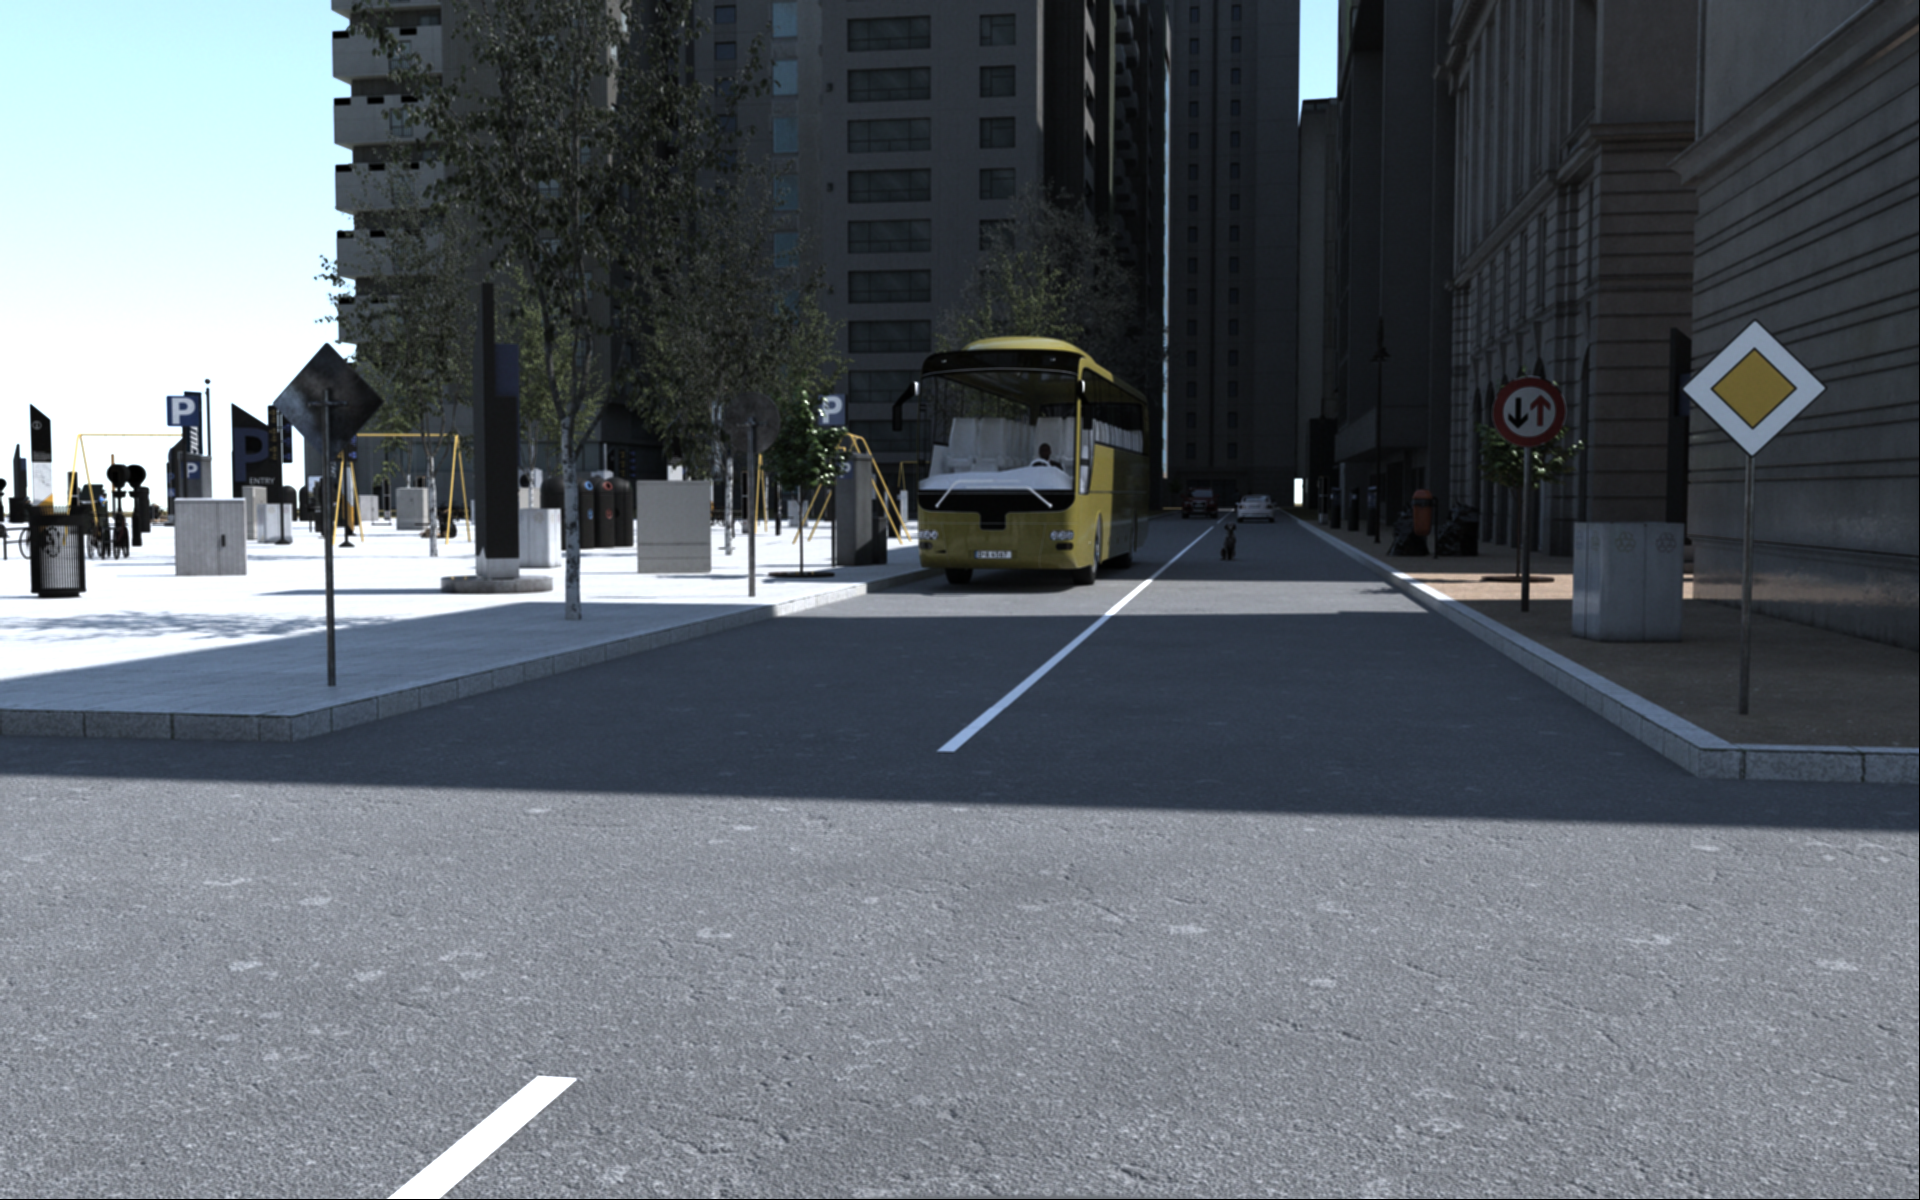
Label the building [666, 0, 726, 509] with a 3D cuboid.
[{"bbox_3d":[-10.600,-37.391,153.337,28.212,58.520,21.231,1,4,10],"label":"building"}]

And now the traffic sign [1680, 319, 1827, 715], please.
[{"bbox_3d":[4.566,-0.391,10.035,0.795,2.450,0.064,1,4,10],"label":"traffic sign"}]

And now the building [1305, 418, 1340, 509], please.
[{"bbox_3d":[39.947,-50.505,138.421,22.319,86.520,31.000,1,4,10],"label":"building"}]

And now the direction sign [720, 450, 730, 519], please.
[{"bbox_3d":[-12.196,-5.945,89.196,0.876,3.537,0.379,-3,5,-42],"label":"direction sign"}]

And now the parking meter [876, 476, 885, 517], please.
[{"bbox_3d":[-2.635,-3.165,57.464,0.255,1.863,0.399,0,4,-5],"label":"parking meter"}]

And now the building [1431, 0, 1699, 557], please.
[{"bbox_3d":[19.124,-12.187,41.060,13.314,21.916,24.055,1,4,10],"label":"building"}]

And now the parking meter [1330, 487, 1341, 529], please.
[{"bbox_3d":[13.952,-3.419,64.316,0.372,1.533,0.369,0,3,0],"label":"parking meter"}]

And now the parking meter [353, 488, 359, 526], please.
[{"bbox_3d":[-24.528,-3.771,70.064,0.372,1.533,0.369,0,3,0],"label":"parking meter"}]

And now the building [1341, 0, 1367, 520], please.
[{"bbox_3d":[27.261,-24.913,90.918,14.154,41.232,14.086,1,4,10],"label":"building"}]

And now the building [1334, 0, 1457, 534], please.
[{"bbox_3d":[22.765,-15.226,68.014,14.314,24.678,30.058,1,4,10],"label":"building"}]

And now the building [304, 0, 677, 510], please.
[{"bbox_3d":[-38.731,-34.553,154.188,27.495,52.752,28.713,1,4,10],"label":"building"}]

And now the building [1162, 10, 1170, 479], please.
[{"bbox_3d":[11.065,-30.801,153.714,14.200,45.320,14.600,1,4,10],"label":"building"}]

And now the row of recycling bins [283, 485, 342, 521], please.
[{"bbox_3d":[-30.549,-4.608,82.449,3.534,1.692,1.069,-2,4,-28],"label":"row of recycling bins"}]

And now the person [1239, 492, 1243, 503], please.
[{"bbox_3d":[24.374,-8.562,149.960,0.415,1.643,0.593,-3,5,-41],"label":"person"}]

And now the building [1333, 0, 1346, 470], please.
[{"bbox_3d":[38.157,-31.837,109.780,28.713,52.752,27.495,1,4,10],"label":"building"}]

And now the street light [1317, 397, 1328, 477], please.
[{"bbox_3d":[17.293,-6.731,82.840,0.468,5.910,1.993,1,4,10],"label":"street light"}]

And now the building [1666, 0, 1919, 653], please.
[{"bbox_3d":[17.759,-10.880,14.043,21.152,22.565,11.583,1,4,10],"label":"building"}]

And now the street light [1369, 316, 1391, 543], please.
[{"bbox_3d":[10.933,-4.429,45.205,0.468,5.910,1.993,1,4,10],"label":"street light"}]

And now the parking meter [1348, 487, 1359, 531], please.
[{"bbox_3d":[13.650,-3.159,60.065,0.372,1.533,0.369,0,3,0],"label":"parking meter"}]

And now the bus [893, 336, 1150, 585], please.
[{"bbox_3d":[1.596,-2.395,30.701,2.896,3.916,12.252,1,4,11],"label":"bus"}]

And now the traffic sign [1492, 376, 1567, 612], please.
[{"bbox_3d":[6.167,-1.145,18.825,0.768,2.556,0.104,1,4,16],"label":"traffic sign"}]

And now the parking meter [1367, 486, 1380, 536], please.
[{"bbox_3d":[12.750,-2.753,53.422,0.372,1.533,0.369,0,3,0],"label":"parking meter"}]

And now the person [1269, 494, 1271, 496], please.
[{"bbox_3d":[22.971,-7.207,129.564,0.421,1.427,0.697,-2,4,-35],"label":"person"}]

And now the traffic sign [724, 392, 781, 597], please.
[{"bbox_3d":[-2.601,-1.314,21.583,0.768,2.556,0.104,1,4,18],"label":"traffic sign"}]

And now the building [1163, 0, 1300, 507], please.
[{"bbox_3d":[20.276,-38.924,178.403,28.212,58.520,21.231,1,4,10],"label":"building"}]

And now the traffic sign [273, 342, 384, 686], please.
[{"bbox_3d":[-4.202,-0.482,11.528,0.795,2.450,0.064,1,4,10],"label":"traffic sign"}]

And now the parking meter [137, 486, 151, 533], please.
[{"bbox_3d":[-27.241,-3.021,57.804,0.372,1.533,0.369,0,3,0],"label":"parking meter"}]

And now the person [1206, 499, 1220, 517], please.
[{"bbox_3d":[15.485,-6.065,107.677,1.348,1.822,0.705,-1,4,-16],"label":"person"}]

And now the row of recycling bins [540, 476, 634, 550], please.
[{"bbox_3d":[-8.843,-2.072,40.986,1.069,1.692,3.534,1,4,17],"label":"row of recycling bins"}]

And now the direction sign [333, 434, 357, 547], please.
[{"bbox_3d":[-14.870,-3.051,41.880,0.379,3.537,0.876,1,4,20],"label":"direction sign"}]

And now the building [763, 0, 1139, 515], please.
[{"bbox_3d":[0.367,-30.411,116.821,23.786,49.044,30.456,1,4,10],"label":"building"}]

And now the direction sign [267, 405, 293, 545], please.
[{"bbox_3d":[-17.250,-3.180,43.998,0.876,3.537,0.379,2,4,30],"label":"direction sign"}]

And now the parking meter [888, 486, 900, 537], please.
[{"bbox_3d":[-1.963,-2.641,51.586,0.372,1.533,0.369,0,3,0],"label":"parking meter"}]

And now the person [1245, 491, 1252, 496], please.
[{"bbox_3d":[22.378,-7.611,134.408,0.593,1.643,0.415,1,4,9],"label":"person"}]

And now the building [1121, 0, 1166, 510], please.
[{"bbox_3d":[8.926,-27.802,138.163,14.154,41.232,14.086,1,4,10],"label":"building"}]

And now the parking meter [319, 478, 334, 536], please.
[{"bbox_3d":[-19.321,-2.880,52.798,0.399,1.863,0.255,-1,4,-18],"label":"parking meter"}]

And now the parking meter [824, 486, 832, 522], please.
[{"bbox_3d":[-6.126,-4.591,80.780,0.399,1.863,0.255,-2,4,-24],"label":"parking meter"}]

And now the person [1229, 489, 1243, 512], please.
[{"bbox_3d":[21.981,-7.894,137.558,1.348,1.826,0.705,-1,4,-18],"label":"person"}]

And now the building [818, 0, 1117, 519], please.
[{"bbox_3d":[0.863,-19.704,93.867,14.160,30.474,14.107,1,4,10],"label":"building"}]

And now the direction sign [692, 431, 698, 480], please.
[{"bbox_3d":[-9.147,-4.147,59.795,0.379,3.537,0.876,0,4,1],"label":"direction sign"}]

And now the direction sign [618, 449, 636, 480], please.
[{"bbox_3d":[-16.754,-5.826,87.245,0.876,3.537,0.379,-2,4,-26],"label":"direction sign"}]

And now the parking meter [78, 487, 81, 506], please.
[{"bbox_3d":[-32.973,-3.435,64.575,0.372,1.533,0.369,0,3,0],"label":"parking meter"}]
